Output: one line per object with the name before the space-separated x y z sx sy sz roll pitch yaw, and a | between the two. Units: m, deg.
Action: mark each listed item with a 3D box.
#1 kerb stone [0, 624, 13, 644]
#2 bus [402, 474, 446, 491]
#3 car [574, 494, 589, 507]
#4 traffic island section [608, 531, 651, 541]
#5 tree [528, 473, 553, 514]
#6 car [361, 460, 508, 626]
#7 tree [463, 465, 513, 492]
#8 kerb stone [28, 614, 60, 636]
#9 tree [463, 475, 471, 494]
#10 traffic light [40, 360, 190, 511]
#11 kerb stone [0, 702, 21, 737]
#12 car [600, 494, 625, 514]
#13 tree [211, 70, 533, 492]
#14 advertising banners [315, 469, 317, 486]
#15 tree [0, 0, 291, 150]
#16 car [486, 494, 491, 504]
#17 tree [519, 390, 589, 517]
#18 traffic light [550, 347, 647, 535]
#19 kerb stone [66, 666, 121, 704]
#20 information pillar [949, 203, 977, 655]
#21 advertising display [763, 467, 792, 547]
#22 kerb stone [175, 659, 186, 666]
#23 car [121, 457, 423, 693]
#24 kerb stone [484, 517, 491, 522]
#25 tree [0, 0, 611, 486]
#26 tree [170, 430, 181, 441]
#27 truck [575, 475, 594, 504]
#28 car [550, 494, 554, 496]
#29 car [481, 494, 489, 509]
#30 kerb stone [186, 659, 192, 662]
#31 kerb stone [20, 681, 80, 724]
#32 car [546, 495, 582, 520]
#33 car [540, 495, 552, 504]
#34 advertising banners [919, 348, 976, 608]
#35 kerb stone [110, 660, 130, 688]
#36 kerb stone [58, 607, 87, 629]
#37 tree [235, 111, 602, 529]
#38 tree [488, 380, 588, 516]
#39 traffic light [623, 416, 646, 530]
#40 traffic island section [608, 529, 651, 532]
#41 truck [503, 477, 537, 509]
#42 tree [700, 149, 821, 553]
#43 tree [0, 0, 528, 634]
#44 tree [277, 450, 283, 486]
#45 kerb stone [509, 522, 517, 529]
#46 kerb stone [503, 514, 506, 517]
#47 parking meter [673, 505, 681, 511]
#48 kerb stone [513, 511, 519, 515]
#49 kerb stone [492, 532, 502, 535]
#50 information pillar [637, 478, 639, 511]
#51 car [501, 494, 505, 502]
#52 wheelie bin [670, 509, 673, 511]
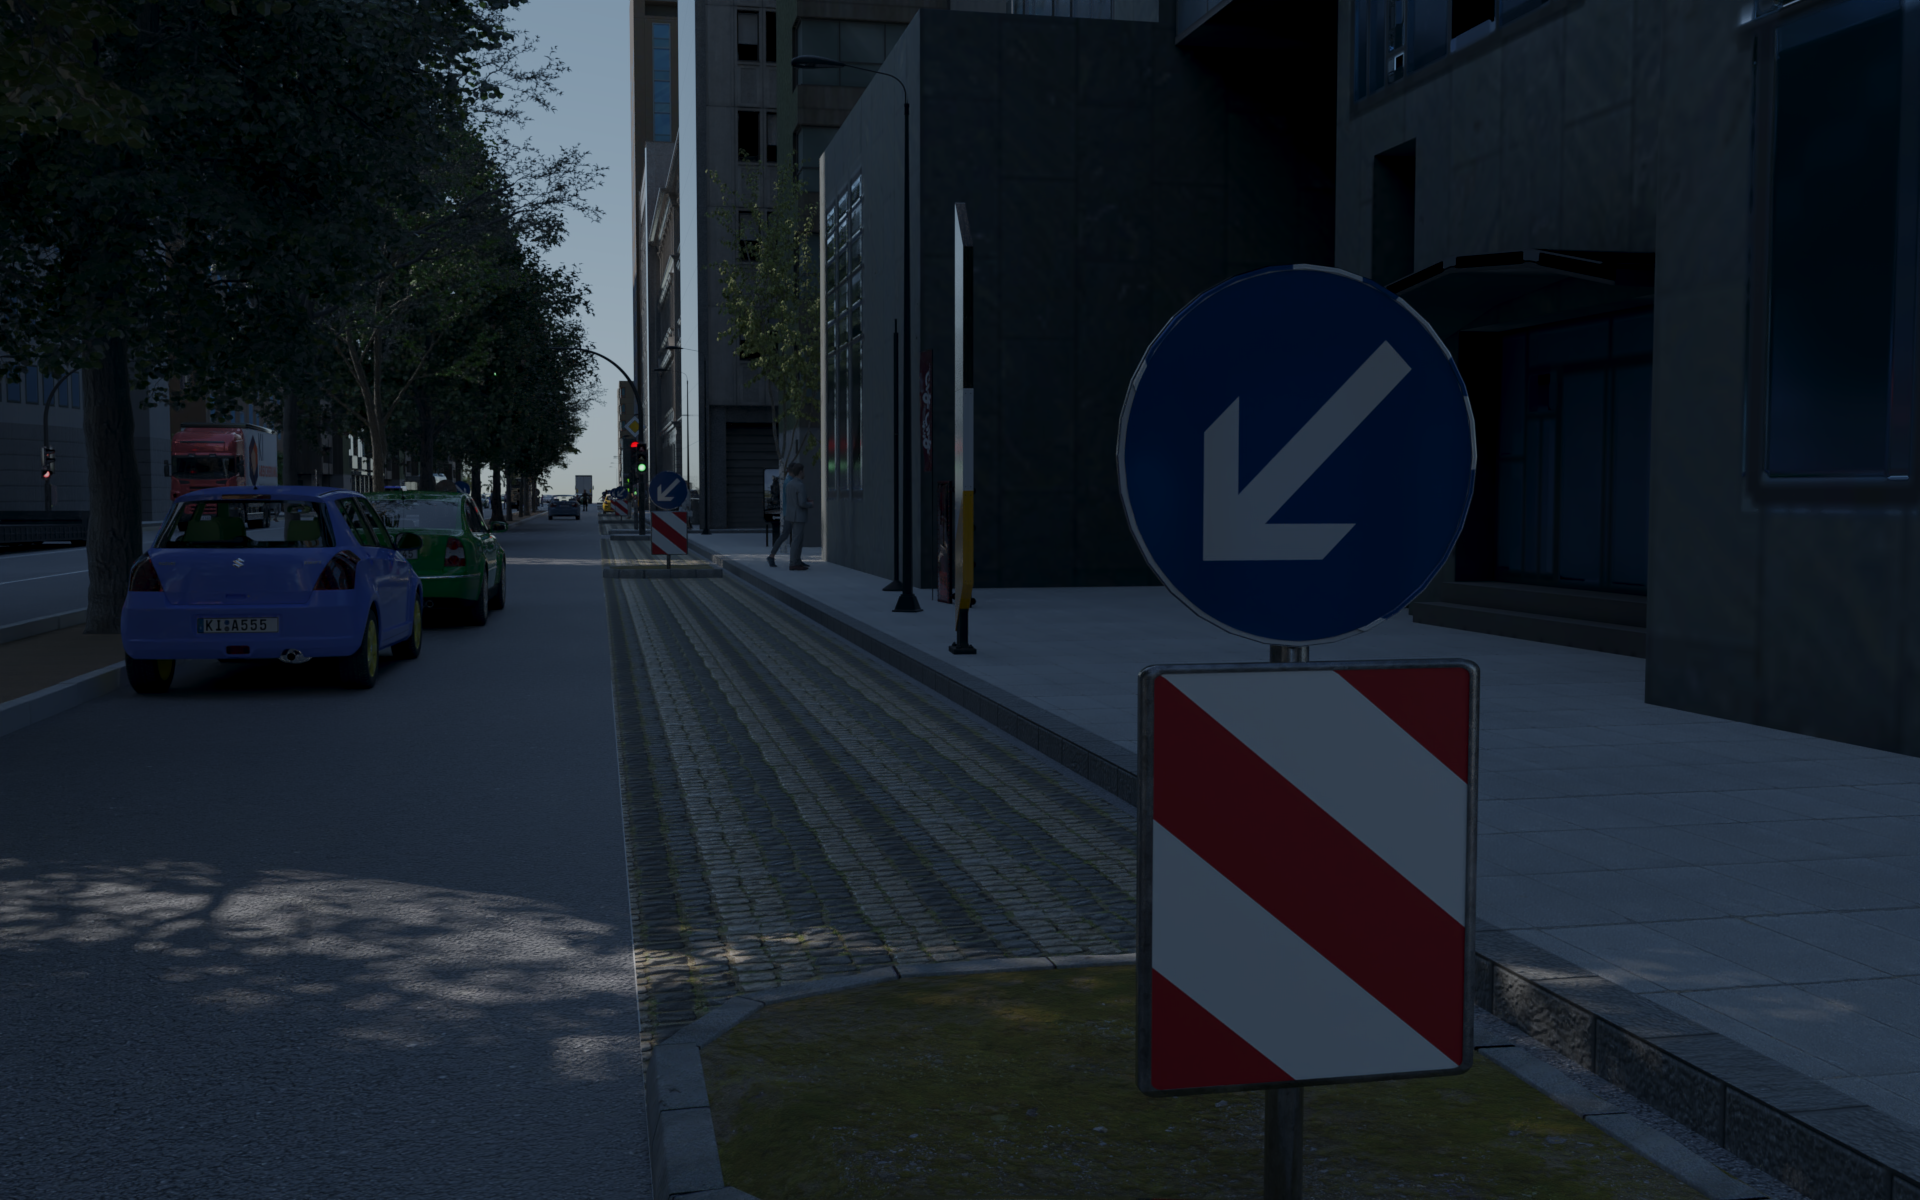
kerb stone | -9.242 0.333 16.749 0.120 0.150 1.000 -1 4 -12
bus | -46.953 -9.635 152.388 2.948 3.499 13.247 -1 4 -12
car | -43.956 -11.520 200.155 2.131 1.459 4.920 -1 4 -11
traffic island section | -9.962 -1.963 54.375 2.009 0.180 2.903 -1 4 -12
tree | -30.954 -10.508 124.627 4.360 8.622 3.978 0 3 0
car | -6.284 -0.687 20.035 1.959 1.807 4.718 -1 4 -10
tree | -26.013 -8.983 99.694 4.737 8.622 4.395 0 3 0
kerb stone | -9.465 0.272 17.751 0.120 0.150 1.000 -1 4 -12
tree | -81.133 -18.373 284.106 4.285 4.588 4.351 0 3 0
traffic light | -28.563 -5.130 58.546 4.771 5.953 1.251 -1 4 -12
kerb stone | -5.729 0.731 10.245 0.120 0.150 1.000 -1 4 -12
car | -24.160 -6.793 121.283 2.015 1.641 3.980 -1 4 -12
tree | -13.237 -6.778 39.033 9.928 11.665 9.643 0 3 0
advertising banners | -45.442 -7.686 121.851 0.090 3.025 2.074 -1 4 -9
tree | -6.487 -5.320 7.569 7.486 12.596 7.792 0 3 0
car | -62.881 -13.493 230.195 1.945 1.707 3.694 -1 4 -11
tree | -26.955 -10.334 105.831 8.767 10.594 7.601 -1 4 -12
traffic light | -12.033 -4.833 53.684 4.771 5.953 1.251 -1 4 -12
kerb stone | -6.156 0.608 12.248 0.120 0.150 1.000 -1 4 -12
information pillar | 0.031 -1.374 13.814 0.183 3.616 0.504 0 4 -8
advertising display | -4.390 -2.245 41.927 0.974 1.923 0.123 3 5 41
kerb stone | -6.573 0.486 14.257 0.120 0.150 1.000 -1 4 -12
car | -5.363 -0.262 13.880 1.945 1.707 3.694 -1 4 -10
kerb stone | -24.968 -4.241 91.575 0.120 0.150 1.000 -1 4 -12
tree | -10.997 -7.054 28.157 12.009 13.543 11.850 0 3 0
tree | -39.835 -6.406 88.451 4.285 4.588 4.351 0 3 0
truck | -56.370 -16.566 259.759 2.839 4.237 11.283 -1 4 -12
car | -67.175 -16.681 285.090 2.083 1.381 4.827 -1 4 -12
car | -47.931 -9.821 172.367 2.131 1.459 4.920 -1 4 -11
kerb stone | -6.771 0.426 15.260 0.120 0.150 1.000 -1 4 -12
kerb stone | -5.941 0.673 11.246 0.120 0.150 1.000 -1 4 -12
car | -22.166 -5.195 96.947 2.014 1.417 4.499 -1 4 -13
car | -59.393 -14.491 249.286 2.083 1.381 4.827 -1 4 -10
advertising banners | -0.170 -1.475 20.312 0.090 3.025 2.074 -1 4 -17
kerb stone | -6.360 0.547 13.257 0.120 0.150 1.000 -1 4 -12
kerb stone | -9.661 0.210 18.754 0.120 0.150 1.000 -1 4 -12
tree | -15.266 -7.941 49.308 9.611 12.733 9.660 0 3 0
tree | -28.345 -11.785 113.274 7.486 12.596 7.792 0 3 0
traffic light | -11.646 -4.474 62.067 0.839 4.253 0.868 -1 4 -12
traffic island section | -11.605 -2.441 62.190 2.009 0.180 2.903 -1 4 -12
truck | -42.919 -11.041 169.439 2.839 4.237 11.283 -1 4 -11
tree | -3.667 -5.312 37.210 4.737 8.622 4.395 0 3 0
tree | -8.633 -6.622 17.386 9.857 13.997 8.962 0 3 0
tree | -44.668 -7.815 111.488 4.285 4.588 4.351 0 3 0
kerb stone | -19.116 -3.166 73.966 0.120 0.150 1.000 -1 4 -12
kerb stone | -29.186 -5.470 111.627 0.120 0.150 1.000 -1 4 -12
parking meter | -10.326 -3.518 63.234 0.255 1.863 0.399 0 4 -3
kerb stone | -31.728 -6.206 123.670 0.120 0.150 1.000 -1 4 -12
kerb stone | -16.805 -2.486 62.926 0.120 0.150 1.000 -1 4 -12
information pillar | -24.064 -8.455 129.602 0.504 3.616 0.183 2 4 31
car | -73.241 -16.348 279.080 2.131 1.459 4.920 -1 4 -12
wheelie bin | -11.981 -3.956 72.594 0.693 1.594 0.980 -1 4 -14
